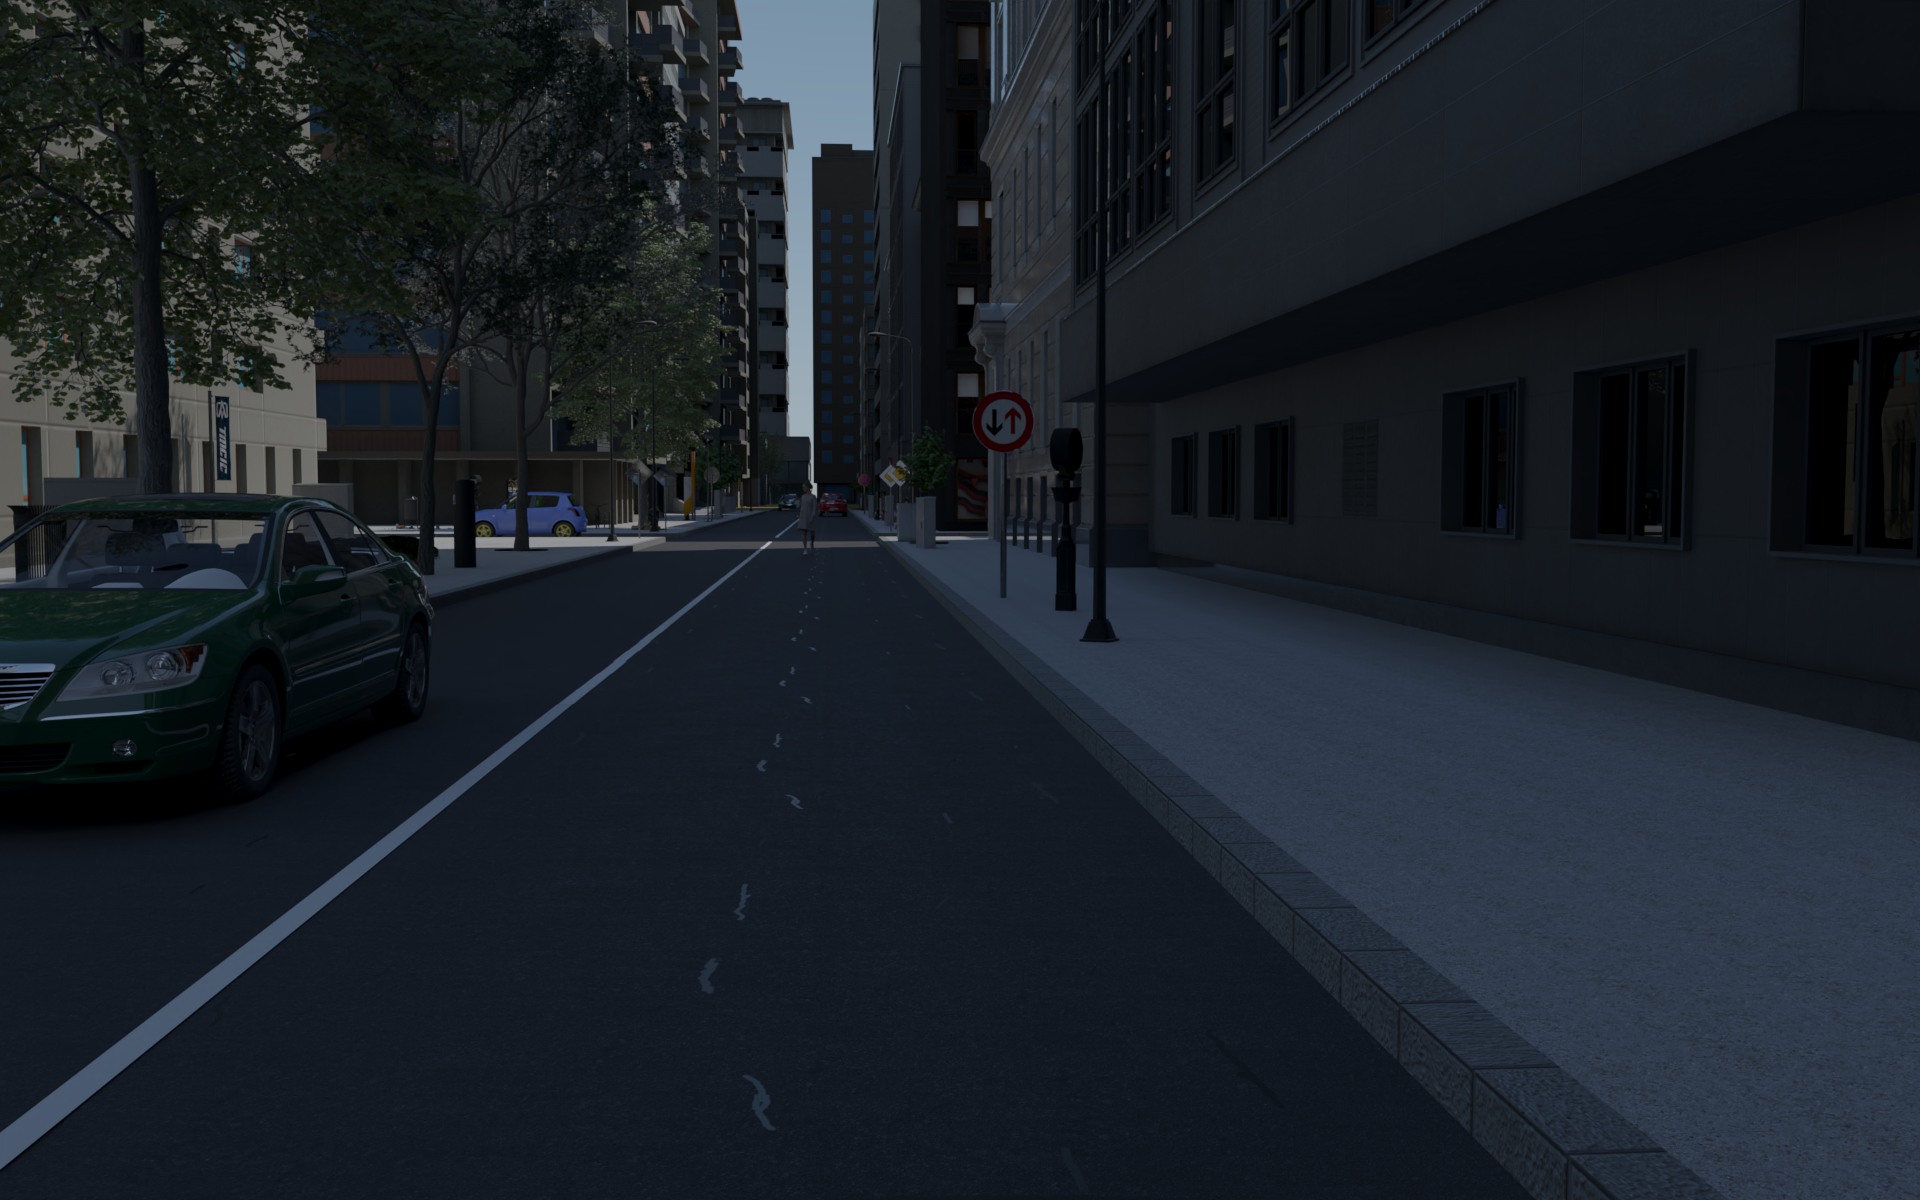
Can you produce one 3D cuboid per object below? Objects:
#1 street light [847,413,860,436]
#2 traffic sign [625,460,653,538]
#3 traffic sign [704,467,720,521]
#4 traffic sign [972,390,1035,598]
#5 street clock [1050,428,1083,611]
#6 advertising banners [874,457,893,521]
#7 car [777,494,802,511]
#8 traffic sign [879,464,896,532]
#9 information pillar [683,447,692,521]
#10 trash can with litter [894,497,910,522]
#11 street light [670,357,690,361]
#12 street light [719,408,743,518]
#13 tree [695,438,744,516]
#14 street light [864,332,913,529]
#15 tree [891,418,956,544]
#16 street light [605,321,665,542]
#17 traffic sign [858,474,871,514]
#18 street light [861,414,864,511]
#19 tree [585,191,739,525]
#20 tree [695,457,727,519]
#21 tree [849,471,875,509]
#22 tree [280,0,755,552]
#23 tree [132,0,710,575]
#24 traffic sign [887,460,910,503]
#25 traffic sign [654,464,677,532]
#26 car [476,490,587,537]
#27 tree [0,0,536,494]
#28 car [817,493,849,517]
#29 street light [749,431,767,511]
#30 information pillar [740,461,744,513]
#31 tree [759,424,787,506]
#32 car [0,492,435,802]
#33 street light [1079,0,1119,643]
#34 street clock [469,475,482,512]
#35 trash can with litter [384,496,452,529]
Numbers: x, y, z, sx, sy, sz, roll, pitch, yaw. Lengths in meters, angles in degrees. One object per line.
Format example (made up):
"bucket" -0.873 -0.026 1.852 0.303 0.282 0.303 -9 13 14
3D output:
"street light" -5.535 -7.723 98.817 1.470 5.913 1.316 0 4 -4
"traffic sign" -9.272 -2.840 50.080 0.795 2.450 0.064 0 4 -4
"traffic sign" -11.733 -4.998 81.829 0.768 2.556 0.104 0 4 3
"traffic sign" 0.538 -1.299 21.348 0.768 2.556 0.104 0 4 3
"street clock" 1.166 -0.883 19.014 0.358 2.002 0.471 2 4 24
"advertising banners" -3.691 -5.345 83.579 0.090 3.025 2.074 -2 4 -27
"car" -14.548 -8.301 147.511 2.131 1.459 4.920 0 4 -5
"traffic sign" -2.341 -3.360 58.581 0.795 2.450 0.064 0 4 -4
"information pillar" -13.043 -5.617 83.200 0.504 3.616 0.183 -2 4 -25
"trash can with litter" -2.705 -4.095 78.346 1.055 1.170 0.624 2 4 25
"street light" -9.850 -5.274 58.778 1.470 5.913 1.316 0 4 -4
"street light" -12.419 -7.408 93.668 1.470 5.913 1.316 0 4 -4
"tree" -14.377 -7.236 102.017 4.285 4.588 4.351 0 3 0
"street light" -1.948 -4.733 49.931 1.470 5.913 1.316 0 4 -4
"tree" -0.945 -3.059 44.608 1.663 3.219 1.824 0 3 0
"street light" -8.835 -4.528 46.572 1.470 5.913 1.316 0 4 -4
"traffic sign" -6.059 -6.717 109.926 0.768 2.556 0.104 0 4 -4
"street light" -2.783 -5.574 63.675 1.470 5.913 1.316 0 4 -4
"tree" -12.091 -8.983 64.992 7.486 12.596 7.792 0 3 0
"tree" -12.921 -5.882 90.764 1.663 3.219 1.824 0 3 0
"tree" -8.491 -9.397 148.244 1.663 3.219 1.824 0 3 0
"tree" -9.735 -7.847 38.664 12.009 13.543 11.850 0 3 0
"tree" -8.381 -5.652 26.830 8.767 10.594 7.601 -1 4 -21
"traffic sign" -1.747 -2.873 50.618 0.795 2.450 0.064 0 4 -4
"traffic sign" -9.866 -3.327 58.043 0.795 2.450 0.064 0 4 -4
"car" -13.323 -2.659 53.059 3.694 1.707 1.945 0 4 -4
"tree" -8.218 -6.067 17.328 7.486 12.596 7.792 0 3 0
"car" -8.153 -6.227 110.853 2.155 1.783 4.494 0 4 -6
"street light" -14.971 -9.531 128.371 1.470 5.913 1.316 0 4 -4
"information pillar" -15.149 -7.887 120.302 0.183 3.616 0.504 0 4 -3
"tree" -19.887 -14.106 180.992 4.737 8.622 4.395 0 3 0
"car" -4.268 0.138 9.543 2.131 1.459 4.920 0 4 -3
"street light" 0.677 -2.591 14.900 1.470 5.913 1.316 0 4 -4
"street clock" -18.440 -3.756 65.979 0.471 2.002 0.358 3 4 36
"trash can with litter" -19.786 -3.202 63.418 2.233 1.210 1.678 0 4 7
